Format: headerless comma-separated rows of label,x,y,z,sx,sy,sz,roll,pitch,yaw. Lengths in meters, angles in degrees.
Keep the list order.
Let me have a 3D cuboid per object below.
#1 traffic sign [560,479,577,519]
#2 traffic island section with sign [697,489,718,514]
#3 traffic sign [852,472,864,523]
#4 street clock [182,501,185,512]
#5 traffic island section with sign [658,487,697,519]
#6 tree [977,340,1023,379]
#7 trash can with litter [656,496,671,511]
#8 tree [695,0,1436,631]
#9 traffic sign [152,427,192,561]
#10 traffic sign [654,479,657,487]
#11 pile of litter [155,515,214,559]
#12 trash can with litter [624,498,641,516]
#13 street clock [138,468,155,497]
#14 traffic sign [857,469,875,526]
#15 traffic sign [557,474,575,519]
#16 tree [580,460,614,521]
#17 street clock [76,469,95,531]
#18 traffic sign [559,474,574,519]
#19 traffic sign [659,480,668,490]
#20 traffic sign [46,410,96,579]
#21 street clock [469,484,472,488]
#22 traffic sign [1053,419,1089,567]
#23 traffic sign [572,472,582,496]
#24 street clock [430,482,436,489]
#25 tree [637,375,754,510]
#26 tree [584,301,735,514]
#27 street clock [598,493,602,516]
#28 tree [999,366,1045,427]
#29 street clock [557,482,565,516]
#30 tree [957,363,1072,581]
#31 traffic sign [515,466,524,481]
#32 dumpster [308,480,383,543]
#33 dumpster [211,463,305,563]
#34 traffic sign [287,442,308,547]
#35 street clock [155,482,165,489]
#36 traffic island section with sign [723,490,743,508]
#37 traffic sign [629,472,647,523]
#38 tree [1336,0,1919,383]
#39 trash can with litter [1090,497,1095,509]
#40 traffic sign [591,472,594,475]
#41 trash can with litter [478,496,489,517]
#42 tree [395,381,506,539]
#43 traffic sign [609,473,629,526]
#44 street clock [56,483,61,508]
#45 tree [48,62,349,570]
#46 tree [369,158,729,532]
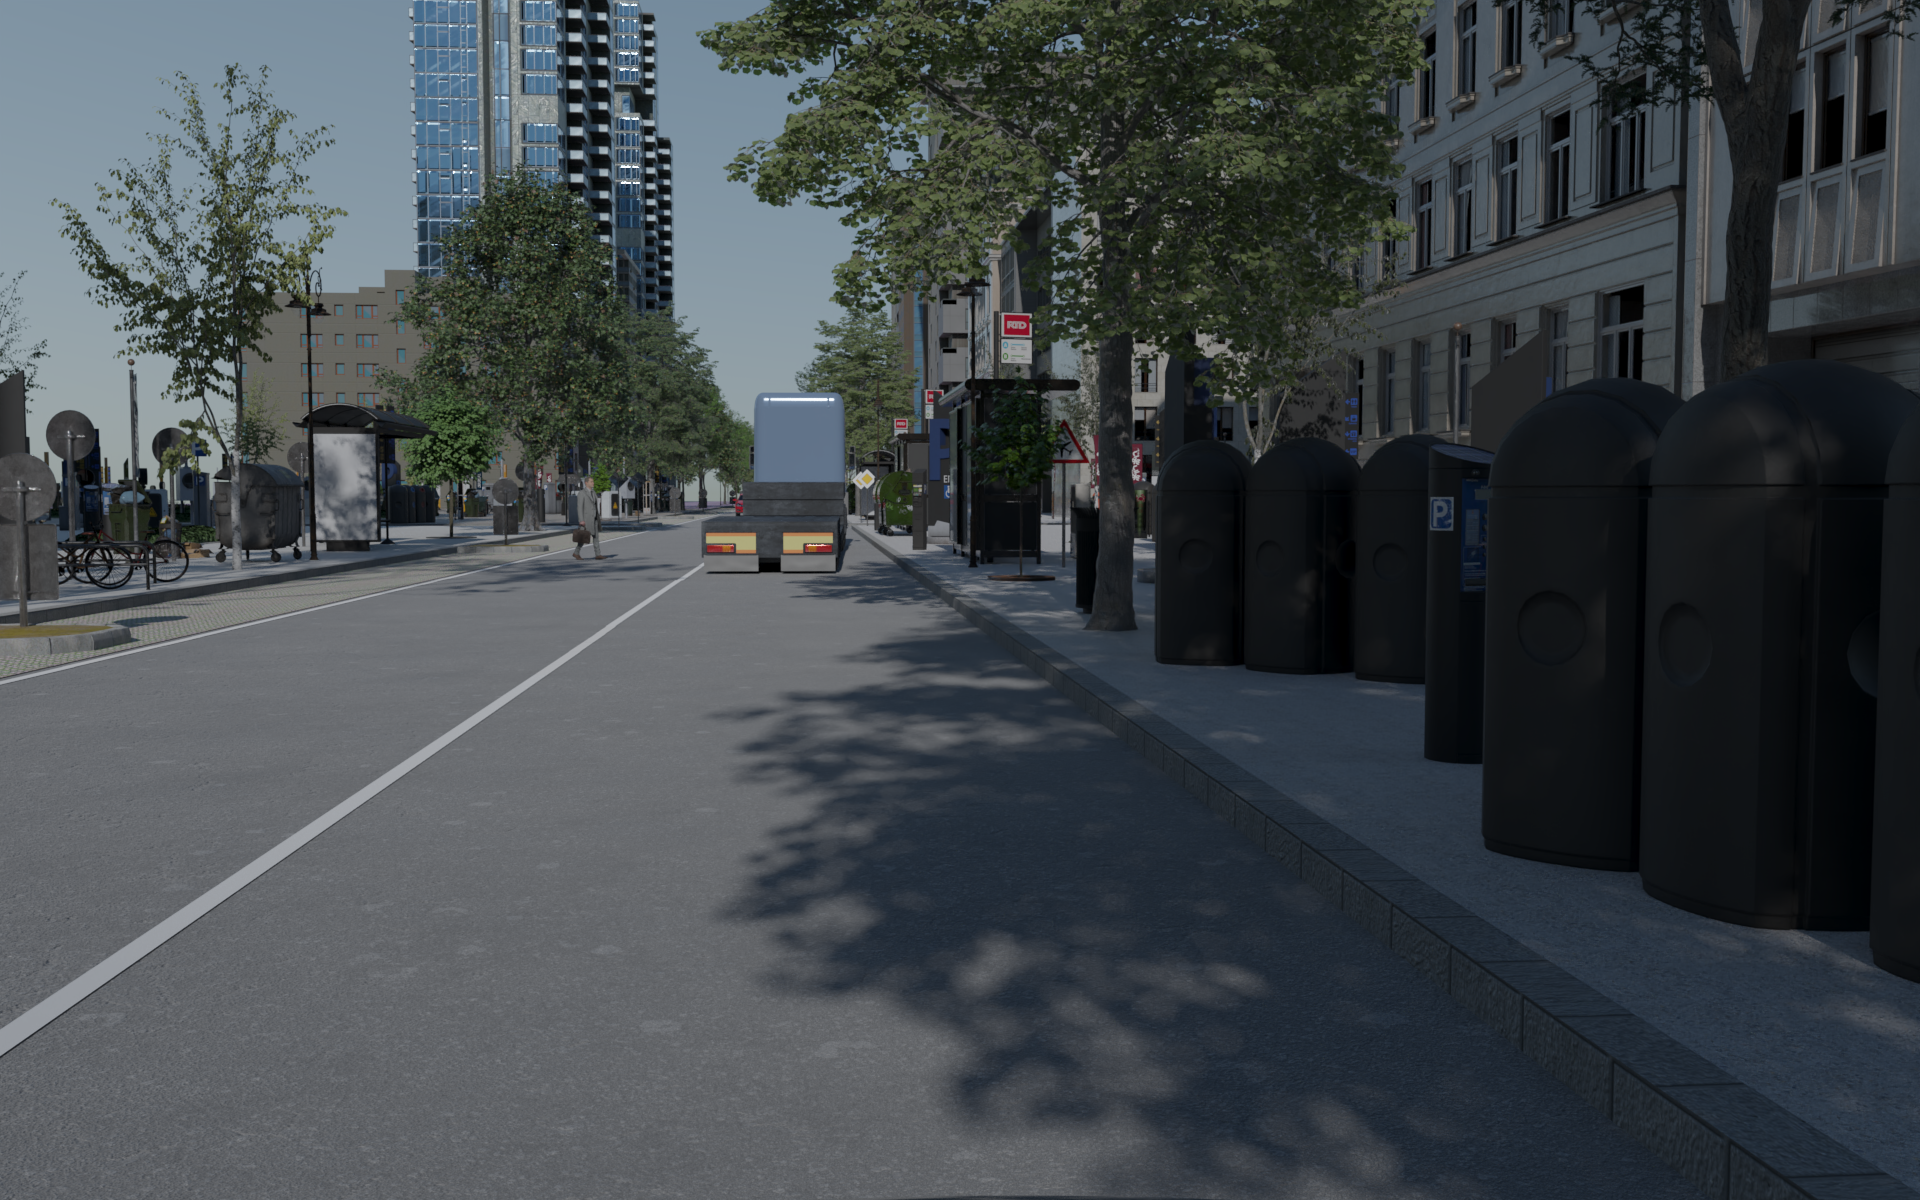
traffic sign,-20.464,-5.536,90.525,0.884,2.594,0.081,0,4,3
traffic island section with sign,-18.658,-7.188,126.158,1.989,1.847,2.006,0,4,-5
traffic sign,-4.432,-4.517,77.492,0.795,2.450,0.064,0,4,-5
street clock,-43.282,-5.616,96.392,0.358,2.002,0.471,-1,4,-16
traffic island section with sign,-16.279,-5.546,99.307,1.989,1.847,2.006,0,4,-5
tree,1.816,-7.905,79.616,4.360,8.622,3.978,0,3,0
trash can with litter,-21.971,-7.177,128.737,1.055,1.170,0.624,2,4,28
tree,1.358,-6.015,16.466,7.486,12.596,7.792,0,3,0
traffic sign,-15.036,-2.015,33.055,0.768,2.556,0.104,0,4,0
traffic sign,-24.829,-8.527,139.522,0.768,2.556,0.104,0,4,-1
pile of litter,-15.751,-1.296,35.161,1.176,0.858,1.719,0,3,0
trash can with litter,-19.185,-5.514,101.549,1.055,1.170,0.624,0,4,-7
street clock,-22.667,-2.661,48.085,0.358,2.002,0.471,-1,4,-22
traffic sign,-3.727,-4.030,69.538,0.795,2.450,0.064,0,4,-5
traffic sign,-18.133,-4.873,79.684,0.884,2.594,0.081,0,4,3
tree,-17.352,-5.472,84.061,1.663,3.219,1.824,0,3,0
street clock,-25.153,-2.770,49.856,0.471,2.002,0.358,-1,4,-21
traffic sign,-19.851,-5.340,87.407,0.768,2.556,0.104,0,4,1
traffic sign,-25.517,-9.114,149.116,0.768,2.556,0.104,0,4,-1
traffic sign,-13.460,-1.597,26.222,0.768,2.556,0.104,0,4,3
street clock,-35.173,-7.305,124.010,0.358,2.002,0.471,1,4,22
traffic sign,1.811,-1.847,30.205,0.884,2.594,0.081,0,4,2
traffic sign,-20.420,-5.541,91.787,0.795,2.450,0.064,0,4,-3
street clock,-32.633,-6.270,107.084,0.471,2.002,0.358,0,4,-2
tree,-23.221,-13.324,143.606,9.928,11.665,9.643,0,3,0
tree,-20.406,-12.638,113.284,9.857,13.997,8.962,0,3,0
street clock,-21.100,-5.948,101.824,0.471,2.002,0.358,0,4,-1
tree,2.808,-9.184,100.518,4.737,8.622,4.395,0,3,0
street clock,-23.672,-6.041,103.341,0.358,2.002,0.471,2,4,34
tree,0.779,-1.910,25.825,1.663,3.219,1.824,0,3,0
traffic sign,-17.017,-4.136,67.728,0.768,2.556,0.104,0,4,2
dumpster,-16.253,-2.650,45.820,1.502,2.255,1.985,0,4,-5
dumpster,-13.408,-1.672,33.099,1.264,1.857,1.865,0,4,-5
traffic sign,-16.036,-2.578,42.253,0.768,2.556,0.104,0,4,3
street clock,-46.335,-5.875,100.623,0.358,2.002,0.471,-1,4,-10
traffic island section with sign,-23.100,-10.260,176.378,1.989,1.847,2.006,0,4,-5
traffic sign,-14.240,-4.465,76.647,0.795,2.450,0.064,0,4,-5
tree,2.918,-4.421,6.704,7.601,10.594,8.767,-3,5,-40
trash can with litter,6.188,-4.097,78.366,1.055,1.170,0.624,2,4,29
traffic sign,-21.007,-6.052,98.950,0.884,2.594,0.081,0,4,4
trash can with litter,-26.884,-5.266,97.489,0.624,1.170,1.055,0,4,-7
tree,-14.933,-4.080,50.420,4.285,4.588,4.351,0,3,0
traffic sign,-13.535,-3.979,68.693,0.795,2.450,0.064,0,4,-5
street clock,-58.262,-6.566,111.921,0.358,2.002,0.471,-1,4,-16
tree,-12.509,-4.819,29.149,4.737,8.622,4.395,0,3,0
tree,-14.900,-8.710,59.414,9.611,12.733,9.660,0,3,0
